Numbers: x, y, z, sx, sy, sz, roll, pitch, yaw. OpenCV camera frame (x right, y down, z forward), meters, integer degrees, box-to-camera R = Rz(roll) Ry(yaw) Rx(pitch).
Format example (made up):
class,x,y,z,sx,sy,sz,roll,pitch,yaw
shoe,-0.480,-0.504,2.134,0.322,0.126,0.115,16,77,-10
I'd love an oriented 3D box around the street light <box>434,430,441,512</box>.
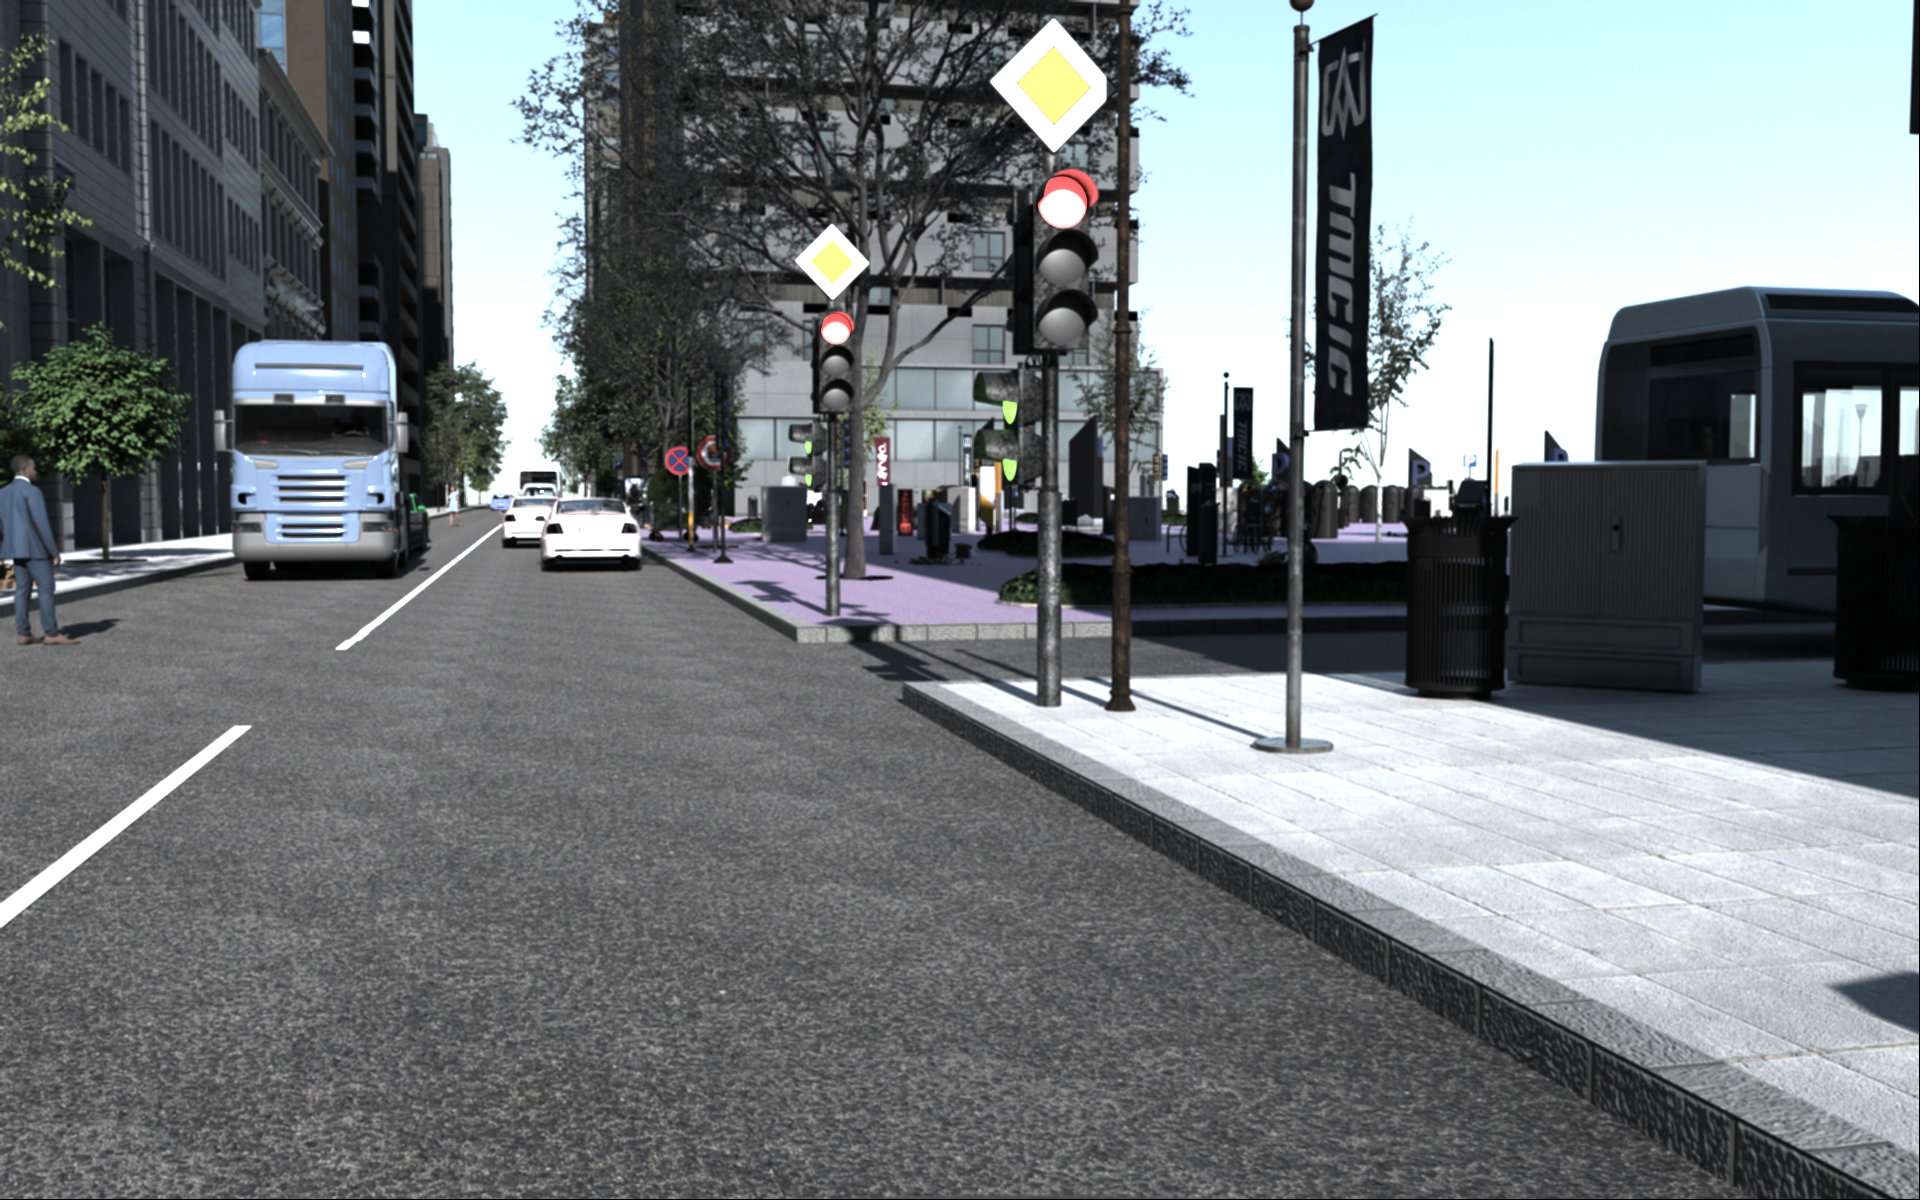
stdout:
class,x,y,z,sx,sy,sz,roll,pitch,yaw
street light,-37.012,-9.172,122.756,0.468,5.910,1.993,-1,4,-14

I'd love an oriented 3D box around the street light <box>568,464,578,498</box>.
class,x,y,z,sx,sy,sz,roll,pitch,yaw
street light,-40.751,-12.841,182.744,0.468,5.910,1.993,-1,4,-14

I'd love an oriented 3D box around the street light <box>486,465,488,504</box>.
class,x,y,z,sx,sy,sz,roll,pitch,yaw
street light,-64.333,-16.061,235.378,0.468,5.910,1.993,-1,4,-14

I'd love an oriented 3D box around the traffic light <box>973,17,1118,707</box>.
class,x,y,z,sx,sy,sz,roll,pitch,yaw
traffic light,0.521,-1.313,10.384,0.839,4.253,0.868,-1,4,-14

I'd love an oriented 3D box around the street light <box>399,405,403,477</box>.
class,x,y,z,sx,sy,sz,roll,pitch,yaw
street light,-29.168,-7.196,90.436,0.468,5.910,1.993,-1,4,-14

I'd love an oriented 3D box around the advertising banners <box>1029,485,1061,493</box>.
class,x,y,z,sx,sy,sz,roll,pitch,yaw
advertising banners,3.470,-4.646,72.155,0.090,3.025,2.074,-3,5,-39

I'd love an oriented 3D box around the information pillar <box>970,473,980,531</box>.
class,x,y,z,sx,sy,sz,roll,pitch,yaw
information pillar,0.532,-3.434,60.640,0.304,2.012,0.304,1,4,19

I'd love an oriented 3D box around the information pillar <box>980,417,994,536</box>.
class,x,y,z,sx,sy,sz,roll,pitch,yaw
information pillar,0.823,-3.737,52.452,0.504,3.616,0.183,-2,4,-32

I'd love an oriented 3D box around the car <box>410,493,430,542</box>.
class,x,y,z,sx,sy,sz,roll,pitch,yaw
car,-16.327,-2.508,49.802,1.959,1.807,4.718,-1,4,-12

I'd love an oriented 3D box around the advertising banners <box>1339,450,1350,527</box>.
class,x,y,z,sx,sy,sz,roll,pitch,yaw
advertising banners,15.162,-4.416,68.385,0.090,3.025,2.074,0,4,2

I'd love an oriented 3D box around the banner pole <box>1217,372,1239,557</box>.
class,x,y,z,sx,sy,sz,roll,pitch,yaw
banner pole,5.672,-2.791,35.644,0.863,3.779,0.401,-1,4,-19

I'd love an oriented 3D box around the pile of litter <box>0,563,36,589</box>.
class,x,y,z,sx,sy,sz,roll,pitch,yaw
pile of litter,-13.296,-0.618,24.067,1.176,0.858,1.719,0,4,-7

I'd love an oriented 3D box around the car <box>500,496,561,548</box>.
class,x,y,z,sx,sy,sz,roll,pitch,yaw
car,-11.535,-2.145,47.428,2.083,1.381,4.827,-1,4,-12

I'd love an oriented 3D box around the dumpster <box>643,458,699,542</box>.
class,x,y,z,sx,sy,sz,roll,pitch,yaw
dumpster,-7.815,-2.728,47.104,1.502,2.255,1.985,-1,4,-13

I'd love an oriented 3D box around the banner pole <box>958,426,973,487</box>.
class,x,y,z,sx,sy,sz,roll,pitch,yaw
banner pole,0.164,-4.496,63.518,0.401,3.779,0.863,3,5,44

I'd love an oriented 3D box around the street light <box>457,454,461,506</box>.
class,x,y,z,sx,sy,sz,roll,pitch,yaw
street light,-44.711,-11.112,154.473,0.468,5.910,1.993,-1,4,-14

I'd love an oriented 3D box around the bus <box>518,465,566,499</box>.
class,x,y,z,sx,sy,sz,roll,pitch,yaw
bus,-27.663,-7.319,114.527,2.948,3.499,13.247,-1,4,-12

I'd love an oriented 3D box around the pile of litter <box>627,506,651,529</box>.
class,x,y,z,sx,sy,sz,roll,pitch,yaw
pile of litter,-11.958,-3.060,64.000,1.176,0.858,1.719,-1,4,-18

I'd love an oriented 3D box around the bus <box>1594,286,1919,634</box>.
class,x,y,z,sx,sy,sz,roll,pitch,yaw
bus,13.103,-1.403,17.792,13.247,3.499,2.948,-1,4,-14

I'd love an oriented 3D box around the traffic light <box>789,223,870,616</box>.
class,x,y,z,sx,sy,sz,roll,pitch,yaw
traffic light,-1.357,-1.787,18.146,0.839,4.253,0.868,-1,4,-14

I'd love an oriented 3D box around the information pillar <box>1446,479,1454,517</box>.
class,x,y,z,sx,sy,sz,roll,pitch,yaw
information pillar,24.462,-5.017,86.521,0.304,2.012,0.304,0,4,1

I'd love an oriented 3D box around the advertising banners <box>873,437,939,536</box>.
class,x,y,z,sx,sy,sz,roll,pitch,yaw
advertising banners,-1.660,-3.502,53.440,2.074,3.025,0.090,-1,4,-13

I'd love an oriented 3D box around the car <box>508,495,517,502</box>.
class,x,y,z,sx,sy,sz,roll,pitch,yaw
car,-60.347,-13.416,231.711,2.083,1.381,4.827,-1,4,-12

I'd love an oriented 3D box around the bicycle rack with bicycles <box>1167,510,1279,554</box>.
class,x,y,z,sx,sy,sz,roll,pitch,yaw
bicycle rack with bicycles,5.957,-1.538,38.534,2.852,0.926,2.925,2,4,29

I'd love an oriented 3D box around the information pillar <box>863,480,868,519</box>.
class,x,y,z,sx,sy,sz,roll,pitch,yaw
information pillar,-4.978,-5.242,90.198,0.304,2.012,0.304,0,4,7

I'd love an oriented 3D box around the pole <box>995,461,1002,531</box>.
class,x,y,z,sx,sy,sz,roll,pitch,yaw
pole,1.276,-3.906,57.710,0.158,3.312,0.155,0,3,0

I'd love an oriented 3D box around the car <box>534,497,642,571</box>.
class,x,y,z,sx,sy,sz,roll,pitch,yaw
car,-7.189,-1.300,33.614,2.083,1.381,4.827,-1,4,-13

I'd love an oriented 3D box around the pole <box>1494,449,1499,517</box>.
class,x,y,z,sx,sy,sz,roll,pitch,yaw
pole,24.533,-5.218,79.161,0.158,3.312,0.155,0,3,0

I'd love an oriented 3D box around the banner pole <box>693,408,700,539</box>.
class,x,y,z,sx,sy,sz,roll,pitch,yaw
banner pole,-7.722,-3.677,50.140,0.401,3.779,0.863,0,4,-5

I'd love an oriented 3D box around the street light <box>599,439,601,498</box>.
class,x,y,z,sx,sy,sz,roll,pitch,yaw
street light,-21.168,-7.887,101.746,0.468,5.910,1.993,-1,4,-14

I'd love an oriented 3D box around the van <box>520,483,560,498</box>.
class,x,y,z,sx,sy,sz,roll,pitch,yaw
van,-16.573,-3.754,68.388,2.013,2.044,4.112,-1,4,-13

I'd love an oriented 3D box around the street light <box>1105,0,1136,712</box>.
class,x,y,z,sx,sy,sz,roll,pitch,yaw
street light,0.954,-2.283,10.115,0.468,5.910,1.993,-1,4,-14

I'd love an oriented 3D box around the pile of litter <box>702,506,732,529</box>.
class,x,y,z,sx,sy,sz,roll,pitch,yaw
pile of litter,-8.876,-3.070,64.161,1.176,0.858,1.719,3,5,41

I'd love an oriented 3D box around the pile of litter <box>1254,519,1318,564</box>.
class,x,y,z,sx,sy,sz,roll,pitch,yaw
pile of litter,5.615,-0.979,29.972,1.176,0.858,1.719,3,4,38

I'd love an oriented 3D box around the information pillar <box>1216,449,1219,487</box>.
class,x,y,z,sx,sy,sz,roll,pitch,yaw
information pillar,13.435,-5.988,89.253,0.504,3.616,0.183,0,4,-6

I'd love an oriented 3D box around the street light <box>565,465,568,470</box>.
class,x,y,z,sx,sy,sz,roll,pitch,yaw
street light,-48.393,-14.782,214.475,0.468,5.910,1.993,-1,4,-14

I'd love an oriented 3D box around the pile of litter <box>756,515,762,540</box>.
class,x,y,z,sx,sy,sz,roll,pitch,yaw
pile of litter,-5.127,-2.122,48.654,1.176,0.858,1.719,-1,4,-13

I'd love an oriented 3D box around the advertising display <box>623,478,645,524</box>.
class,x,y,z,sx,sy,sz,roll,pitch,yaw
advertising display,-12.752,-3.827,67.788,0.123,1.923,0.974,3,5,42

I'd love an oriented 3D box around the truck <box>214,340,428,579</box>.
class,x,y,z,sx,sy,sz,roll,pitch,yaw
truck,-12.698,-2.836,36.132,2.967,4.110,18.799,-1,4,-15

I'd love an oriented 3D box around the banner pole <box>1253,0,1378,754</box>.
class,x,y,z,sx,sy,sz,roll,pitch,yaw
banner pole,1.760,-1.125,8.408,0.401,3.779,0.863,-1,4,-20

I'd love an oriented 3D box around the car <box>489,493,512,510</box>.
class,x,y,z,sx,sy,sz,roll,pitch,yaw
car,-40.550,-8.772,153.007,1.945,1.707,3.694,-1,4,-14

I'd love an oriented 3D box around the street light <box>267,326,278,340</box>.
class,x,y,z,sx,sy,sz,roll,pitch,yaw
street light,-18.892,-4.586,47.774,0.468,5.910,1.993,-1,4,-14

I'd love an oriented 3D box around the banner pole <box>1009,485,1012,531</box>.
class,x,y,z,sx,sy,sz,roll,pitch,yaw
banner pole,1.515,-3.296,43.905,0.863,3.779,0.401,0,4,-5

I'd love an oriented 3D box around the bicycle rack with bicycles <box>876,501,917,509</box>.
class,x,y,z,sx,sy,sz,roll,pitch,yaw
bicycle rack with bicycles,-3.301,-4.765,91.290,2.925,0.926,2.852,-3,5,-43

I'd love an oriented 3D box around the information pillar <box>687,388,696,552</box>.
class,x,y,z,sx,sy,sz,roll,pitch,yaw
information pillar,-6.011,-2.894,38.672,0.183,3.616,0.504,0,4,-6
